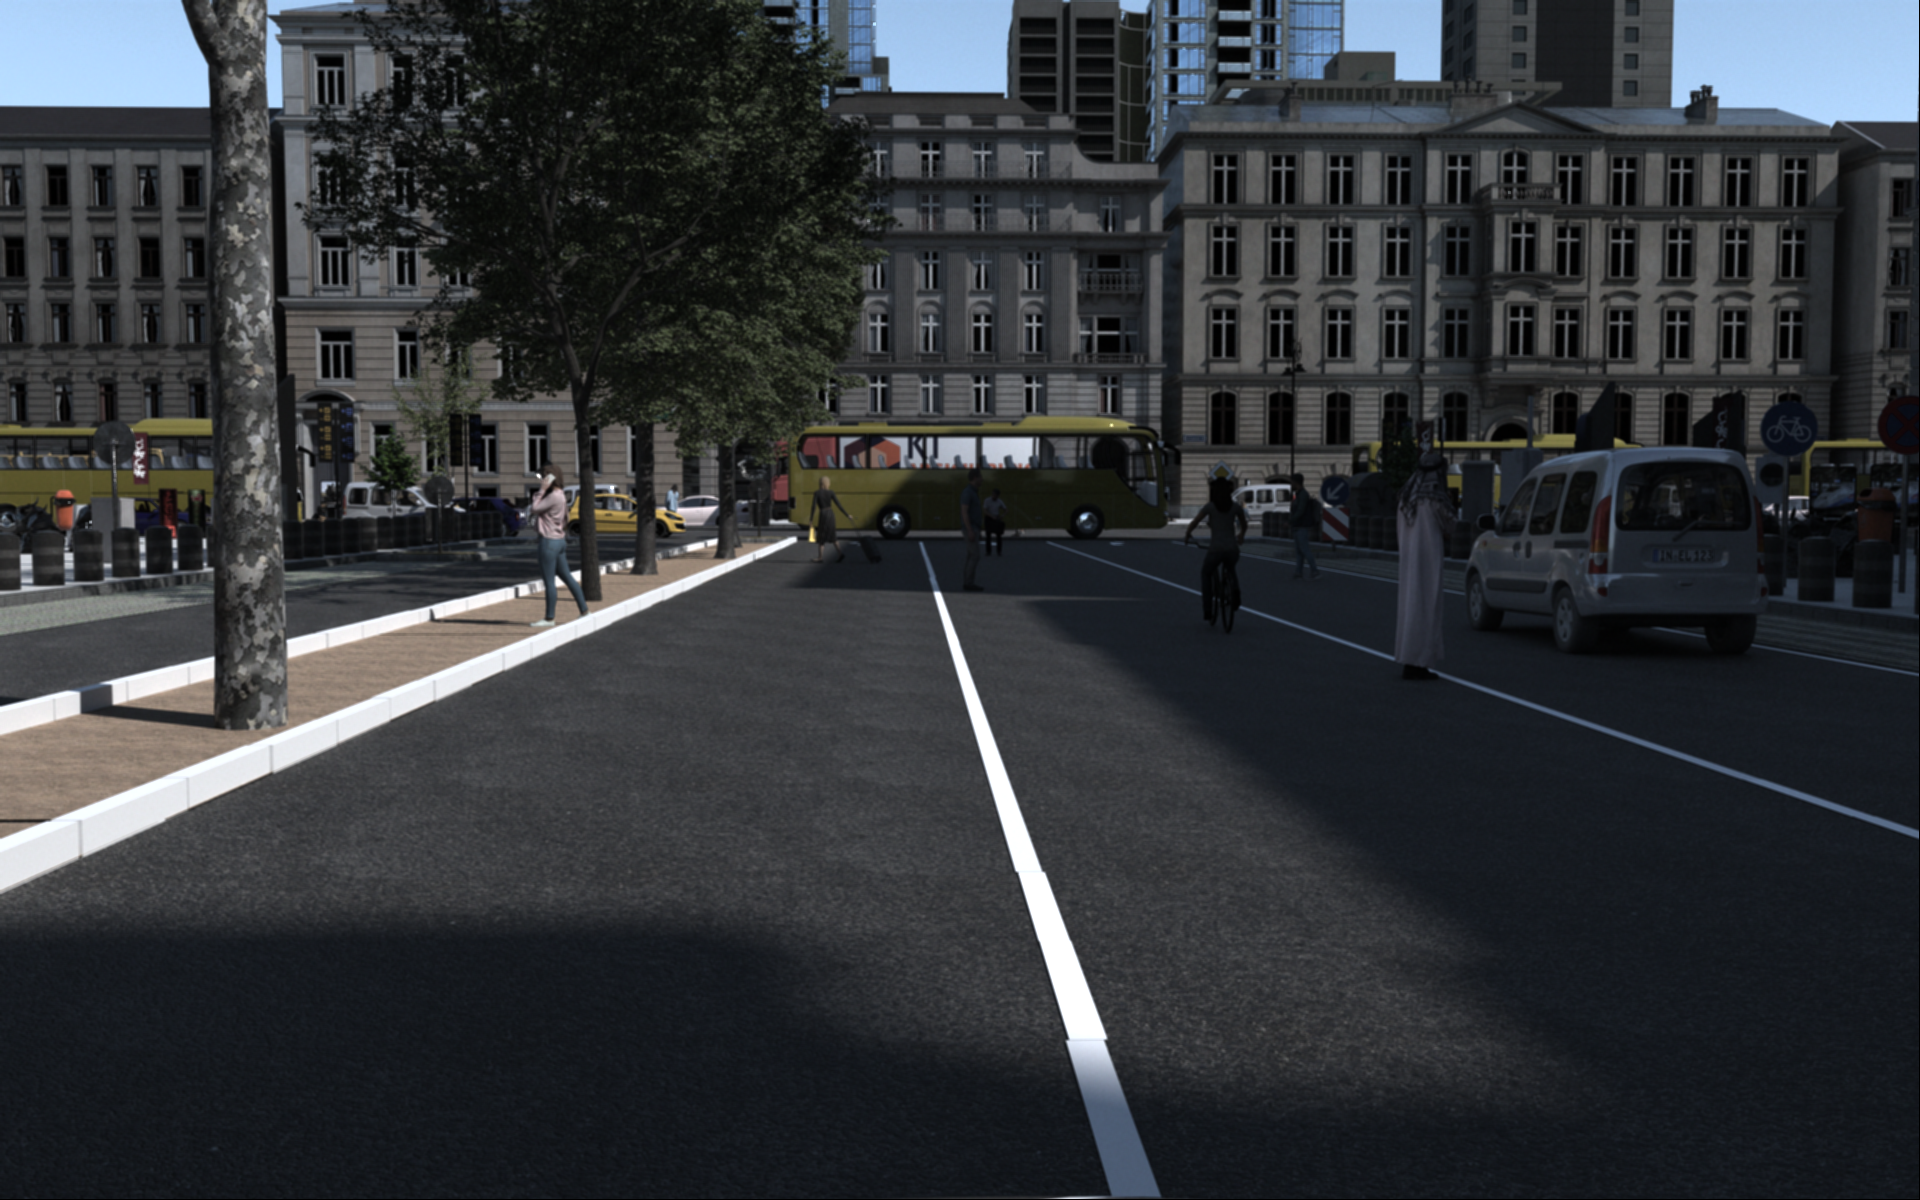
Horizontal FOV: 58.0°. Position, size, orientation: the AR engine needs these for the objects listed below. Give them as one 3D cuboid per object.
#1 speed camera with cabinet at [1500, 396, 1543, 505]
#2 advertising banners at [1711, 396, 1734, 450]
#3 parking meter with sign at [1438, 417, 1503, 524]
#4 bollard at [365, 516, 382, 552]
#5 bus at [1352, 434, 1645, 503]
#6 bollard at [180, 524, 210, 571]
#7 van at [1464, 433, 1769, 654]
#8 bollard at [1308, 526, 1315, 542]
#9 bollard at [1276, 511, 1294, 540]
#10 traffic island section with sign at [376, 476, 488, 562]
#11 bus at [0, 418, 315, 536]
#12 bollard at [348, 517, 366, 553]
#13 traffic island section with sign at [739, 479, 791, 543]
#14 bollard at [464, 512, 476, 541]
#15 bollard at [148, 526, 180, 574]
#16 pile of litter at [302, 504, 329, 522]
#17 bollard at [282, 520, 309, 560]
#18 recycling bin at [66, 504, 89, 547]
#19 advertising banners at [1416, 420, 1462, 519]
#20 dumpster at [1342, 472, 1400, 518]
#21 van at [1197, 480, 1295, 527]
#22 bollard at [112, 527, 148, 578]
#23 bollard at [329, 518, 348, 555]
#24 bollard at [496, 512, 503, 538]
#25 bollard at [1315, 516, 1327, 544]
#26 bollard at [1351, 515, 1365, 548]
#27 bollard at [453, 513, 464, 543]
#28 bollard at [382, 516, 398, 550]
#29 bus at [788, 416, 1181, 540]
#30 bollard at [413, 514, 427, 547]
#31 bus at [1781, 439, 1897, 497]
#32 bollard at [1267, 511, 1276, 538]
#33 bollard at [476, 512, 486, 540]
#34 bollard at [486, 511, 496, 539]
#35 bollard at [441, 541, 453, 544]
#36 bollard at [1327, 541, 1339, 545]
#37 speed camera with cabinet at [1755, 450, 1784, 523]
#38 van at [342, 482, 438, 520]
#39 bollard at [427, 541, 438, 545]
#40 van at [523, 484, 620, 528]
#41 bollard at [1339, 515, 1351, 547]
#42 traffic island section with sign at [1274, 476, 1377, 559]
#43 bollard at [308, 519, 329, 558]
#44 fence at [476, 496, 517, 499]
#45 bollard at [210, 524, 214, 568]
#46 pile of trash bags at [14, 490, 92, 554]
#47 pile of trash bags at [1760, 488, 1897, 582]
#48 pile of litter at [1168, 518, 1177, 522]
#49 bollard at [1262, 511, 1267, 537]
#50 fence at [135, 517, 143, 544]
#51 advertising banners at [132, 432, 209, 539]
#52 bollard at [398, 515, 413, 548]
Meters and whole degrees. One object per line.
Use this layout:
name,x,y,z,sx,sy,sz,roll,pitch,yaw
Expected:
speed camera with cabinet,11.942,-2.518,35.513,2.038,3.252,0.660,-2,4,-35
advertising banners,13.016,-2.121,30.871,2.074,3.025,0.090,-2,4,-25
parking meter with sign,11.701,-2.618,39.066,1.738,3.016,0.543,2,4,24
bollard,-13.263,-1.472,38.782,0.404,0.777,0.398,0,3,0
bus,22.550,-4.895,71.583,12.252,3.916,2.896,0,4,-3
bollard,-12.954,-0.882,29.141,0.404,0.777,0.398,0,3,0
van,6.236,-0.606,16.913,2.013,2.044,4.112,0,4,0
bollard,9.499,-1.921,46.128,0.404,0.777,0.398,0,3,0
bollard,9.384,-2.143,49.747,0.404,0.777,0.398,0,3,0
traffic island section with sign,-11.292,-1.752,37.268,1.989,1.847,2.006,0,4,-2
bus,-27.800,-3.990,56.779,12.252,3.916,2.896,0,4,-3
bollard,-13.221,-1.398,37.578,0.404,0.777,0.398,0,3,0
traffic island section with sign,-5.977,-2.625,51.056,2.006,1.907,1.989,0,4,-2
bollard,-13.529,-1.987,47.206,0.404,0.777,0.398,0,3,0
bollard,-12.912,-0.808,27.921,0.404,0.777,0.398,0,3,0
pile of litter,-28.776,-3.898,77.704,1.719,0.858,1.176,3,4,37
bollard,-13.108,-1.178,33.975,0.404,0.777,0.398,0,3,0
recycling bin,-21.042,-1.785,41.736,0.722,1.027,0.722,3,5,44
advertising banners,11.509,-2.716,40.593,0.090,3.025,2.074,-3,4,-38
dumpster,10.874,-2.439,45.636,1.264,1.857,1.865,0,4,-2
van,12.048,-4.028,72.864,4.112,2.044,2.013,0,3,0
bollard,-12.874,-0.734,26.720,0.404,0.777,0.398,0,3,0
bollard,-13.181,-1.325,36.377,0.404,0.777,0.398,0,3,0
bollard,-13.644,-2.210,50.853,0.404,0.777,0.398,0,3,0
bollard,9.536,-1.848,44.927,0.404,0.777,0.398,0,3,0
bollard,9.650,-1.627,41.324,0.404,0.777,0.398,0,3,0
bollard,-13.491,-1.914,46.005,0.404,0.777,0.398,0,3,0
bollard,-13.300,-1.546,39.991,0.404,0.777,0.398,0,3,0
bus,0.724,-3.895,55.236,12.252,3.916,2.896,0,4,-2
bollard,-13.374,-1.693,42.399,0.404,0.777,0.398,0,3,0
bus,39.946,-4.854,70.908,12.252,3.916,2.896,0,4,-1
bollard,9.341,-2.216,50.949,0.404,0.777,0.398,0,3,0
bollard,-13.574,-2.061,48.411,0.404,0.777,0.398,0,3,0
bollard,-13.610,-2.135,49.632,0.404,0.777,0.398,0,3,0
bollard,-13.454,-1.840,44.804,0.404,0.777,0.398,0,3,0
bollard,9.573,-1.774,43.726,0.404,0.777,0.398,0,3,0
speed camera with cabinet,18.247,-2.827,40.557,2.038,3.252,0.660,1,4,21
van,-18.713,-3.157,58.633,4.112,2.044,2.013,0,4,-2
bollard,-13.417,-1.767,43.600,0.404,0.777,0.398,0,3,0
van,-16.195,-3.989,72.229,4.112,2.044,2.013,0,4,0
bollard,9.610,-1.701,42.525,0.404,0.777,0.398,0,3,0
traffic island section with sign,8.132,-1.852,38.905,1.989,1.847,2.006,0,4,-2
bollard,-13.144,-1.251,35.176,0.404,0.777,0.398,0,3,0
fence,-22.728,-4.509,84.931,2.264,1.192,0.480,1,4,9
bollard,-12.992,-0.956,30.352,0.404,0.777,0.398,0,3,0
pile of trash bags,-20.074,-1.775,38.767,1.912,1.369,3.447,-2,4,-27
pile of trash bags,13.322,-1.030,26.595,1.912,1.369,3.447,0,4,-1
pile of litter,9.244,-4.057,80.289,1.176,0.858,1.719,-3,4,-39
bollard,9.303,-2.290,52.158,0.404,0.777,0.398,0,3,0
fence,-21.584,-1.750,43.985,0.278,0.683,2.069,1,4,16
advertising banners,-22.561,-3.254,49.391,2.074,3.025,0.090,-2,4,-32
bollard,-13.341,-1.619,41.193,0.404,0.777,0.398,0,3,0
